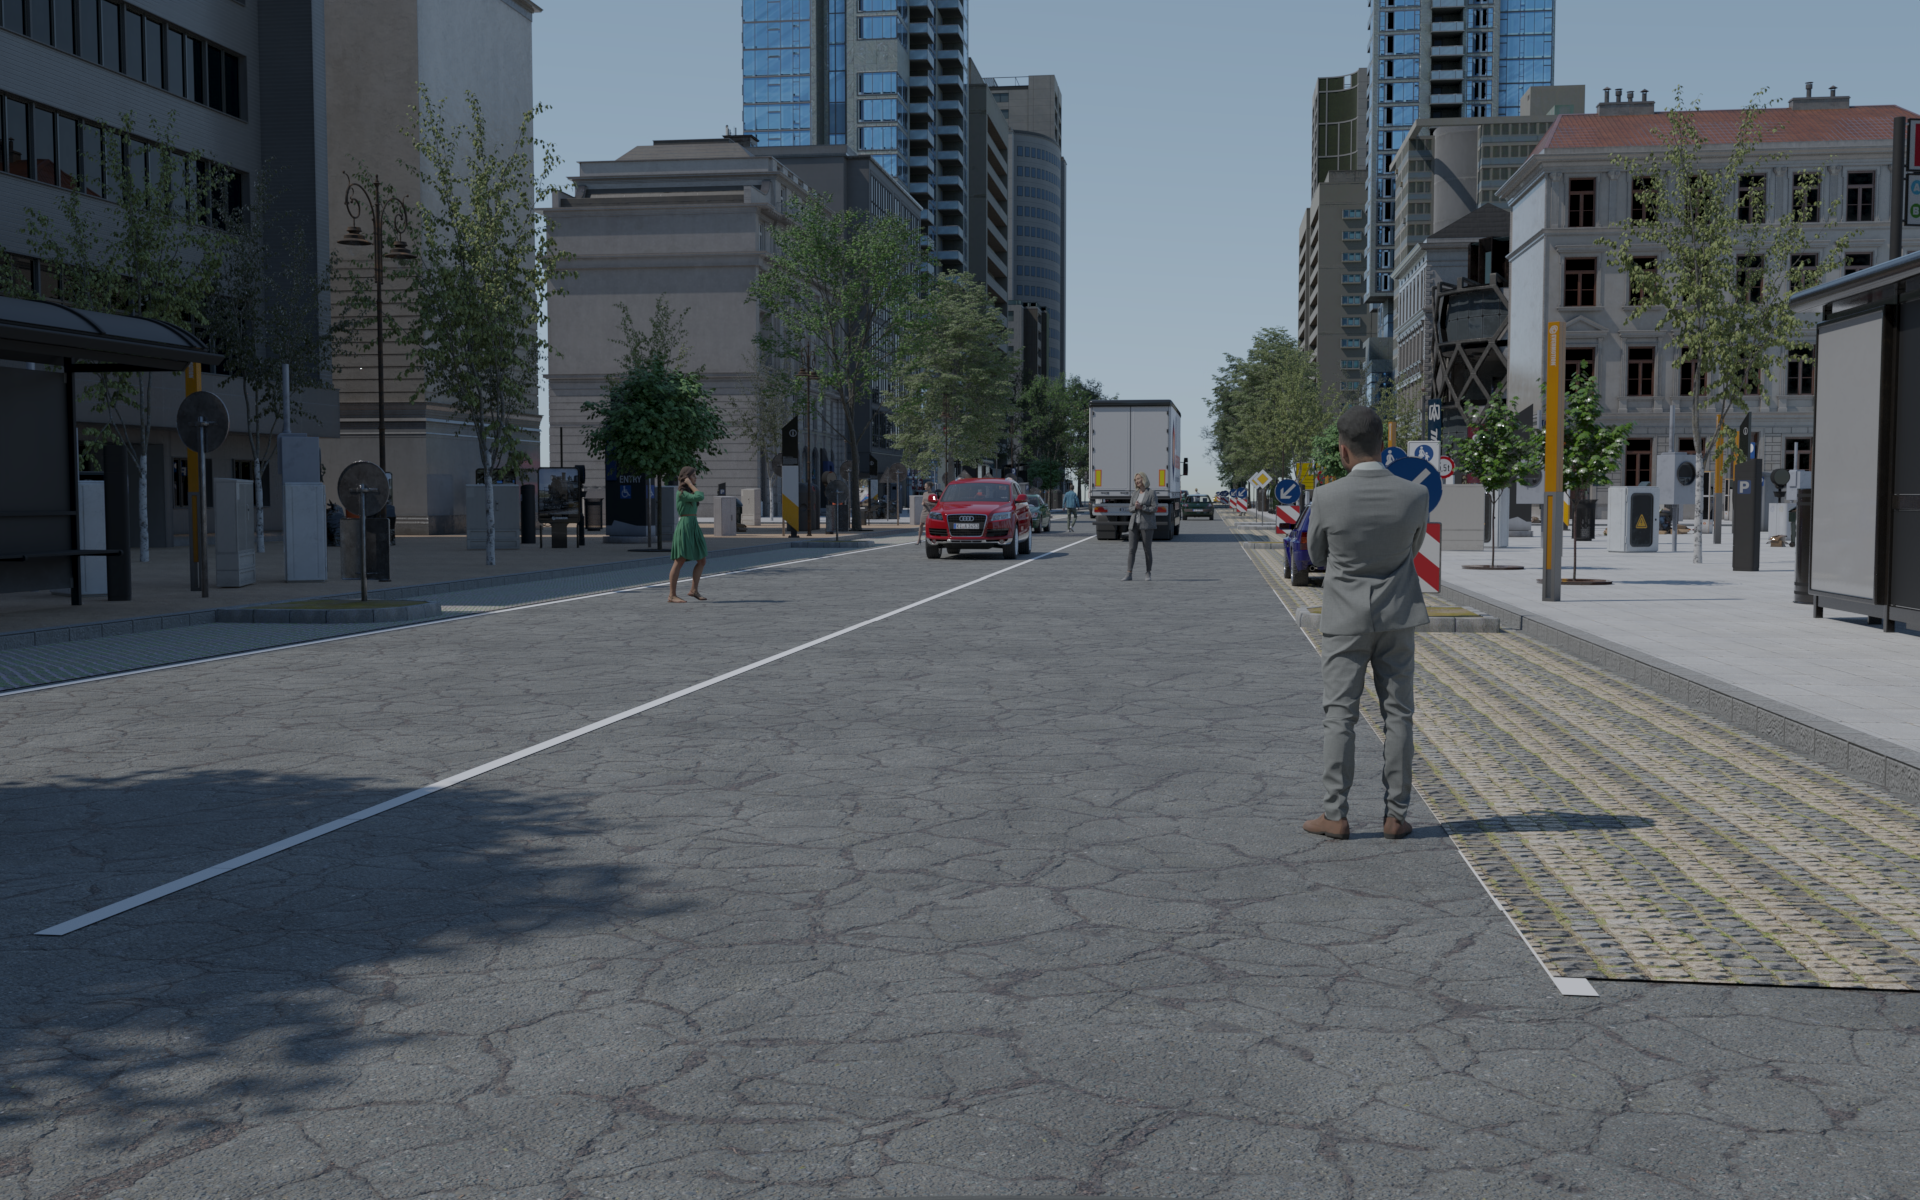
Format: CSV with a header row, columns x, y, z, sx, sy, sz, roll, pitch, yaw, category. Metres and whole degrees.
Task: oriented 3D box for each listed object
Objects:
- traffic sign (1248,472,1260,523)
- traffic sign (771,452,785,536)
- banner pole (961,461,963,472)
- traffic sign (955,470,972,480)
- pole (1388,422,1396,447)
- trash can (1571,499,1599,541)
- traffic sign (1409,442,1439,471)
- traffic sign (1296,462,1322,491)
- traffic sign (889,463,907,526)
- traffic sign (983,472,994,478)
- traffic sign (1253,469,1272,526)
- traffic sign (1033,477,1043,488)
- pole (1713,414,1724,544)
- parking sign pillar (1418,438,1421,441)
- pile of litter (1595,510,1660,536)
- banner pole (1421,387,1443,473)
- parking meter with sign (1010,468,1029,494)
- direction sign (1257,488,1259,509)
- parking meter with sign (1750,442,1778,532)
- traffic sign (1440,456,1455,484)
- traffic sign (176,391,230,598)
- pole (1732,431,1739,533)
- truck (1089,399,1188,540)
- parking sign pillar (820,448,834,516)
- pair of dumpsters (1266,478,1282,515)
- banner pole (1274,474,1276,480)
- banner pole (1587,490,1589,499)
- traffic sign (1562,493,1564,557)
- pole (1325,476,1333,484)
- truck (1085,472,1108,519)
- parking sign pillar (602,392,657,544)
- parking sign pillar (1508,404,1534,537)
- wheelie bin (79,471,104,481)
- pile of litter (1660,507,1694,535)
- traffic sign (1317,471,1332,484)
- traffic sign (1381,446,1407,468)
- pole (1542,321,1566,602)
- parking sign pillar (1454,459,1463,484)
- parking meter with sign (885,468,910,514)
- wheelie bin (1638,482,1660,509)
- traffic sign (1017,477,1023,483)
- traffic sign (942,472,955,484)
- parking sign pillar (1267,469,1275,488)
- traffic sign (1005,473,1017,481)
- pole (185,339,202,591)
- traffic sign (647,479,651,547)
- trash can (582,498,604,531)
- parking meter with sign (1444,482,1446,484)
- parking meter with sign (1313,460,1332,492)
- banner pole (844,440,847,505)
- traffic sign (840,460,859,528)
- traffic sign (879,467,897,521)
x,y,z,sx,sy,sz,roll,pitch,yaw,category
13.313,-4.532,77.739,0.795,2.450,0.064,0,4,8,traffic sign
-5.357,-3.205,52.510,0.768,2.556,0.104,1,4,12,traffic sign
0.090,-6.472,95.831,0.401,3.779,0.863,0,4,6,banner pole
0.175,-4.153,71.543,0.795,2.450,0.064,0,4,8,traffic sign
12.214,-3.375,49.023,0.158,3.312,0.155,0,3,0,pole
17.016,-2.178,47.260,0.748,1.137,0.748,0,3,0,trash can
8.951,-1.917,33.480,0.606,2.300,0.079,1,4,12,traffic sign
22.544,-7.127,110.406,2.265,3.308,0.079,1,4,12,traffic sign
-2.519,-4.294,70.315,0.768,2.556,0.104,1,4,11,traffic sign
1.291,-4.637,79.450,0.795,2.450,0.064,0,4,8,traffic sign
12.197,-4.048,69.832,0.795,2.450,0.064,0,4,8,traffic sign
5.840,-7.976,130.515,0.768,2.556,0.104,1,4,13,traffic sign
19.479,-3.096,44.458,0.158,3.312,0.155,0,3,0,pole
22.227,-5.799,83.283,1.447,3.967,1.447,1,4,17,parking sign pillar
20.361,-2.409,53.349,1.176,0.858,1.719,-3,5,-42,pile of litter
10.910,-3.074,40.274,0.401,3.779,0.863,-2,4,-24,banner pole
4.250,-7.366,116.688,1.738,3.016,0.543,2,4,34,parking meter with sign
24.832,-9.310,144.210,0.876,3.537,0.379,-3,5,-41,direction sign
27.491,-3.827,58.837,1.738,3.016,0.543,-1,4,-16,parking meter with sign
16.057,-3.516,57.593,0.768,2.556,0.104,1,4,17,traffic sign
-9.368,-1.303,21.416,0.768,2.556,0.104,1,4,16,traffic sign
25.230,-3.818,56.269,0.158,3.312,0.155,0,3,0,pole
5.936,-4.160,56.926,2.839,4.237,11.283,1,4,9,truck
-7.826,-6.956,102.198,1.447,3.967,1.447,1,4,17,parking sign pillar
20.263,-6.550,109.583,1.574,2.255,4.437,0,4,8,pair of dumpsters
26.179,-9.423,144.076,0.401,3.779,0.863,2,4,25,banner pole
25.072,-4.795,68.422,0.863,3.779,0.401,1,4,18,banner pole
12.331,-2.164,35.484,0.768,2.556,0.104,1,4,15,traffic sign
16.397,-5.104,77.291,0.158,3.312,0.155,0,3,0,pole
9.189,-7.065,104.420,2.839,4.237,11.283,0,4,7,truck
-8.632,-3.474,45.275,1.447,3.967,1.447,2,4,26,parking sign pillar
16.467,-3.879,51.902,1.447,3.967,1.447,1,4,21,parking sign pillar
-12.221,-0.998,24.225,0.980,1.594,0.693,-2,4,-26,wheelie bin
22.753,-2.532,55.371,1.719,0.858,1.176,0,4,-6,pile of litter
18.633,-5.413,88.608,0.768,2.556,0.104,1,4,13,traffic sign
11.610,-2.835,46.455,0.768,2.556,0.104,1,4,14,traffic sign
7.072,-1.637,20.614,0.158,3.312,0.155,0,3,0,pole
25.479,-6.084,87.952,1.447,3.967,1.447,-3,5,-40,parking sign pillar
-4.188,-7.181,113.673,1.738,3.016,0.543,1,4,17,parking meter with sign
17.628,-2.245,44.620,0.693,1.594,0.980,0,4,2,wheelie bin
4.337,-7.895,129.186,0.768,2.556,0.104,1,4,12,traffic sign
-0.659,-6.014,98.436,0.768,2.556,0.104,1,4,12,traffic sign
27.066,-9.937,150.939,1.447,3.967,1.447,1,4,8,parking sign pillar
3.075,-6.455,105.640,0.768,2.556,0.104,1,4,14,traffic sign
-10.077,-1.773,22.831,0.158,3.312,0.155,0,3,0,pole
-7.470,-2.538,41.602,0.768,2.556,0.104,1,4,17,traffic sign
-12.709,-2.962,60.090,0.748,1.137,0.748,0,3,0,trash can
30.972,-7.044,111.429,0.543,3.016,1.738,3,5,43,parking meter with sign
18.387,-5.481,85.882,1.738,3.016,0.543,0,4,2,parking meter with sign
-5.308,-5.516,80.197,0.401,3.779,0.863,0,4,-7,banner pole
-4.177,-3.986,65.278,0.768,2.556,0.104,1,4,13,traffic sign
-3.420,-5.011,81.936,0.884,2.594,0.081,1,4,11,traffic sign
